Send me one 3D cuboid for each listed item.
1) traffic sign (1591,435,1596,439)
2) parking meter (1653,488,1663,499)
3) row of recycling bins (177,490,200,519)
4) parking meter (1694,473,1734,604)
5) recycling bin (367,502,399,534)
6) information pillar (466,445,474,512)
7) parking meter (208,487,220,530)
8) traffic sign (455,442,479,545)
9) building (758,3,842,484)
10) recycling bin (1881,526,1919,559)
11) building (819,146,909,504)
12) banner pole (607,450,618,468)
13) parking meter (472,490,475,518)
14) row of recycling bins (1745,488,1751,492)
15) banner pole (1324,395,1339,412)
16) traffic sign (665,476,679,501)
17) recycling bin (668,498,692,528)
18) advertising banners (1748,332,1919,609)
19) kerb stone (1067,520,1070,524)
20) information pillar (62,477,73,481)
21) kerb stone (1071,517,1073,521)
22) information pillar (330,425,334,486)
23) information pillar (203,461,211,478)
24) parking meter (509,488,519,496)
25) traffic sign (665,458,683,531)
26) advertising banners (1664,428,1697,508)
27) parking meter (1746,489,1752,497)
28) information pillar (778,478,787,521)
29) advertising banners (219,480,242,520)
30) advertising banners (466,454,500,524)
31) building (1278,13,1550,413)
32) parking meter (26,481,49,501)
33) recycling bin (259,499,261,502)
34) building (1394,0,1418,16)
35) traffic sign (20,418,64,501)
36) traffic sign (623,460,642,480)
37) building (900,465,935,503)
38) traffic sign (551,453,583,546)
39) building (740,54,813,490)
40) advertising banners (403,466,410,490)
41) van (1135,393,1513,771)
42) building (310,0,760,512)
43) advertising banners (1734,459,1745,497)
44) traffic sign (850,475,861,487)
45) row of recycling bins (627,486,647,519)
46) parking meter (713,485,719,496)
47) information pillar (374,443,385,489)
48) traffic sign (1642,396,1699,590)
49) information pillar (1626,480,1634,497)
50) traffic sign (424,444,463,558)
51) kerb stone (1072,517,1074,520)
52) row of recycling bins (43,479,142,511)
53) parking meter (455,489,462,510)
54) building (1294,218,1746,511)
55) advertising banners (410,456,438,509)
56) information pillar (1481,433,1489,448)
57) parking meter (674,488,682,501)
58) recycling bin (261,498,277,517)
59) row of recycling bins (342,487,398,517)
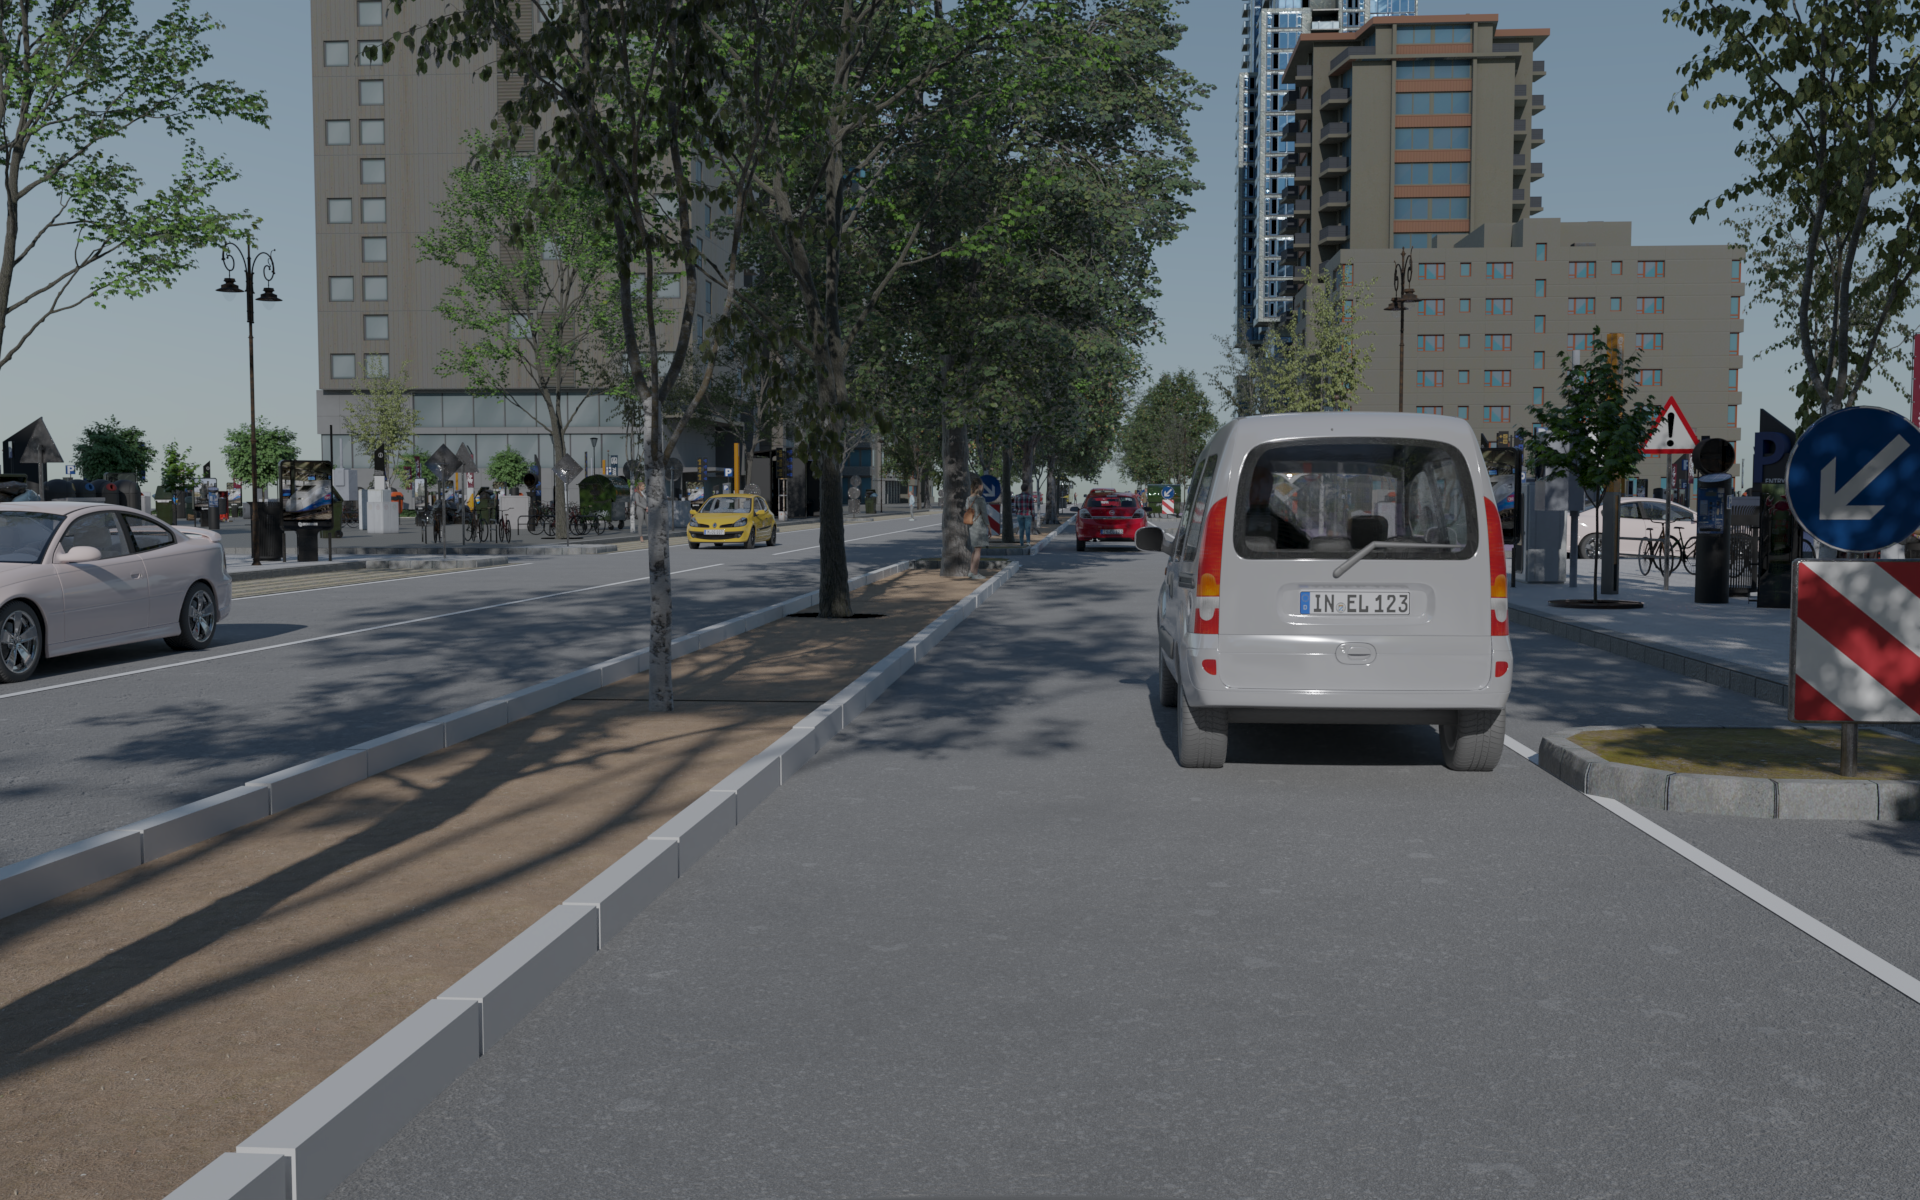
[{"bbox_3d":[9.754,-1.470,26.158,0.606,2.300,0.079,1,4,11],"label":"traffic sign"},{"bbox_3d":[27.829,-3.711,69.082,0.372,1.533,0.369,0,3,0],"label":"parking meter"},{"bbox_3d":[-41.329,-5.203,92.177,1.069,1.692,3.534,0,4,-6],"label":"row of recycling bins"},{"bbox_3d":[8.865,-0.732,20.384,0.372,1.533,0.369,0,3,0],"label":"parking meter"},{"bbox_3d":[-18.664,-2.658,56.020,0.722,1.027,0.722,2,4,30],"label":"recycling bin"},{"bbox_3d":[-23.435,-5.594,82.823,0.183,3.616,0.504,-3,5,-42],"label":"information pillar"},{"bbox_3d":[-27.019,-3.321,62.705,0.372,1.533,0.369,0,3,0],"label":"parking meter"},{"bbox_3d":[-12.443,-2.652,43.364,0.884,2.594,0.081,1,4,14],"label":"traffic sign"},{"bbox_3d":[-22.533,-44.796,170.669,20.563,71.187,20.611,0,4,5],"label":"building"},{"bbox_3d":[13.449,-0.757,24.933,0.722,1.027,0.722,1,4,20],"label":"recycling bin"},{"bbox_3d":[-19.370,-37.230,228.310,23.786,49.044,30.456,0,4,5],"label":"building"},{"bbox_3d":[-19.679,-6.603,97.973,0.863,3.779,0.401,1,4,21],"label":"banner pole"},{"bbox_3d":[-26.280,-5.182,93.144,0.372,1.533,0.369,0,3,0],"label":"parking meter"},{"bbox_3d":[50.011,-6.158,107.794,1.069,1.692,3.534,0,4,-7],"label":"row of recycling bins"},{"bbox_3d":[9.349,-3.279,43.625,0.401,3.779,0.863,3,5,42],"label":"banner pole"},{"bbox_3d":[-11.602,-4.258,69.718,0.768,2.556,0.104,1,4,13],"label":"traffic sign"},{"bbox_3d":[-10.720,-3.271,66.038,0.722,1.027,0.722,-2,4,-29],"label":"recycling bin"},{"bbox_3d":[9.849,-1.398,19.047,2.074,3.025,0.090,2,4,25],"label":"advertising banners"},{"bbox_3d":[4.691,-3.353,77.020,0.120,0.150,1.000,0,4,5],"label":"kerb stone"},{"bbox_3d":[-38.739,-4.329,75.263,0.304,2.012,0.304,1,4,18],"label":"information pillar"},{"bbox_3d":[5.438,-3.915,86.213,0.120,0.150,1.000,0,4,5],"label":"kerb stone"},{"bbox_3d":[-21.241,-4.113,58.604,0.183,3.616,0.504,-1,4,-19],"label":"information pillar"},{"bbox_3d":[-52.121,-7.865,119.949,0.504,3.616,0.183,-1,4,-10],"label":"information pillar"},{"bbox_3d":[-17.410,-3.626,67.692,0.372,1.533,0.369,0,3,0],"label":"parking meter"},{"bbox_3d":[-10.016,-3.686,60.367,0.768,2.556,0.104,1,4,11],"label":"traffic sign"},{"bbox_3d":[18.824,-3.000,45.232,0.090,3.025,2.074,3,5,43],"label":"advertising banners"},{"bbox_3d":[40.325,-4.892,88.393,0.372,1.533,0.369,0,3,0],"label":"parking meter"},{"bbox_3d":[-8.315,-4.699,81.319,0.304,2.012,0.304,2,4,26],"label":"information pillar"},{"bbox_3d":[-35.536,-5.335,83.415,2.074,3.025,0.090,-1,4,-9],"label":"advertising banners"},{"bbox_3d":[-20.801,-4.847,75.440,2.074,3.025,0.090,2,4,31],"label":"advertising banners"},{"bbox_3d":[41.971,-31.150,163.934,22.147,44.769,28.867,0,4,5],"label":"building"},{"bbox_3d":[-17.255,-1.469,32.428,0.372,1.533,0.369,0,3,0],"label":"parking meter"},{"bbox_3d":[-48.113,-6.546,119.580,0.722,1.027,0.722,-2,4,-35],"label":"recycling bin"},{"bbox_3d":[46.925,-55.721,223.712,22.319,86.520,31.000,0,4,5],"label":"building"},{"bbox_3d":[-15.640,-1.804,29.497,0.884,2.594,0.081,1,4,14],"label":"traffic sign"},{"bbox_3d":[-12.077,-3.899,63.859,0.768,2.556,0.104,1,4,11],"label":"traffic sign"},{"bbox_3d":[-18.984,-25.346,259.447,27.650,21.520,28.899,0,4,5],"label":"building"},{"bbox_3d":[-9.612,-2.371,42.415,0.795,2.450,0.064,0,4,5],"label":"traffic sign"},{"bbox_3d":[-21.106,-28.735,153.415,14.154,41.232,14.086,0,4,5],"label":"building"},{"bbox_3d":[-33.969,-6.901,109.024,2.074,3.025,0.090,-2,4,-32],"label":"advertising banners"},{"bbox_3d":[2.070,-0.205,10.366,2.013,2.044,4.112,0,4,4],"label":"van"},{"bbox_3d":[-30.750,-33.235,132.638,28.713,52.752,27.495,0,4,5],"label":"building"},{"bbox_3d":[38.252,-5.434,85.041,0.090,3.025,2.074,3,4,36],"label":"advertising banners"},{"bbox_3d":[-7.079,-7.185,117.579,0.768,2.556,0.104,0,4,7],"label":"traffic sign"},{"bbox_3d":[-17.491,-5.105,90.581,3.534,1.692,1.069,-1,4,-9],"label":"row of recycling bins"},{"bbox_3d":[-15.880,-6.545,112.716,0.255,1.863,0.399,3,5,41],"label":"parking meter"},{"bbox_3d":[-26.618,-5.391,79.499,0.504,3.616,0.183,1,4,10],"label":"information pillar"},{"bbox_3d":[9.423,-1.409,23.037,0.884,2.594,0.081,1,4,9],"label":"traffic sign"},{"bbox_3d":[35.873,-5.401,92.801,0.304,2.012,0.304,0,4,3],"label":"information pillar"},{"bbox_3d":[-10.266,-1.885,34.457,0.795,2.450,0.064,0,4,5],"label":"traffic sign"},{"bbox_3d":[5.539,-3.978,87.235,0.120,0.150,1.000,0,4,5],"label":"kerb stone"},{"bbox_3d":[-24.128,-2.506,48.089,1.069,1.692,3.534,1,4,11],"label":"row of recycling bins"},{"bbox_3d":[-25.994,-4.978,89.802,0.372,1.533,0.369,0,3,0],"label":"parking meter"},{"bbox_3d":[41.768,-17.780,135.735,27.650,21.520,28.899,0,4,5],"label":"building"},{"bbox_3d":[-24.816,-5.155,80.471,0.090,3.025,2.074,1,4,12],"label":"advertising banners"},{"bbox_3d":[20.032,-4.578,66.210,0.183,3.616,0.504,-1,4,-14],"label":"information pillar"},{"bbox_3d":[-11.633,-3.844,71.258,0.372,1.533,0.369,0,3,0],"label":"parking meter"},{"bbox_3d":[-40.924,-5.539,103.121,0.722,1.027,0.722,2,4,33],"label":"recycling bin"},{"bbox_3d":[-33.192,-5.497,96.984,3.534,1.692,1.069,-3,5,-42],"label":"row of recycling bins"}]
